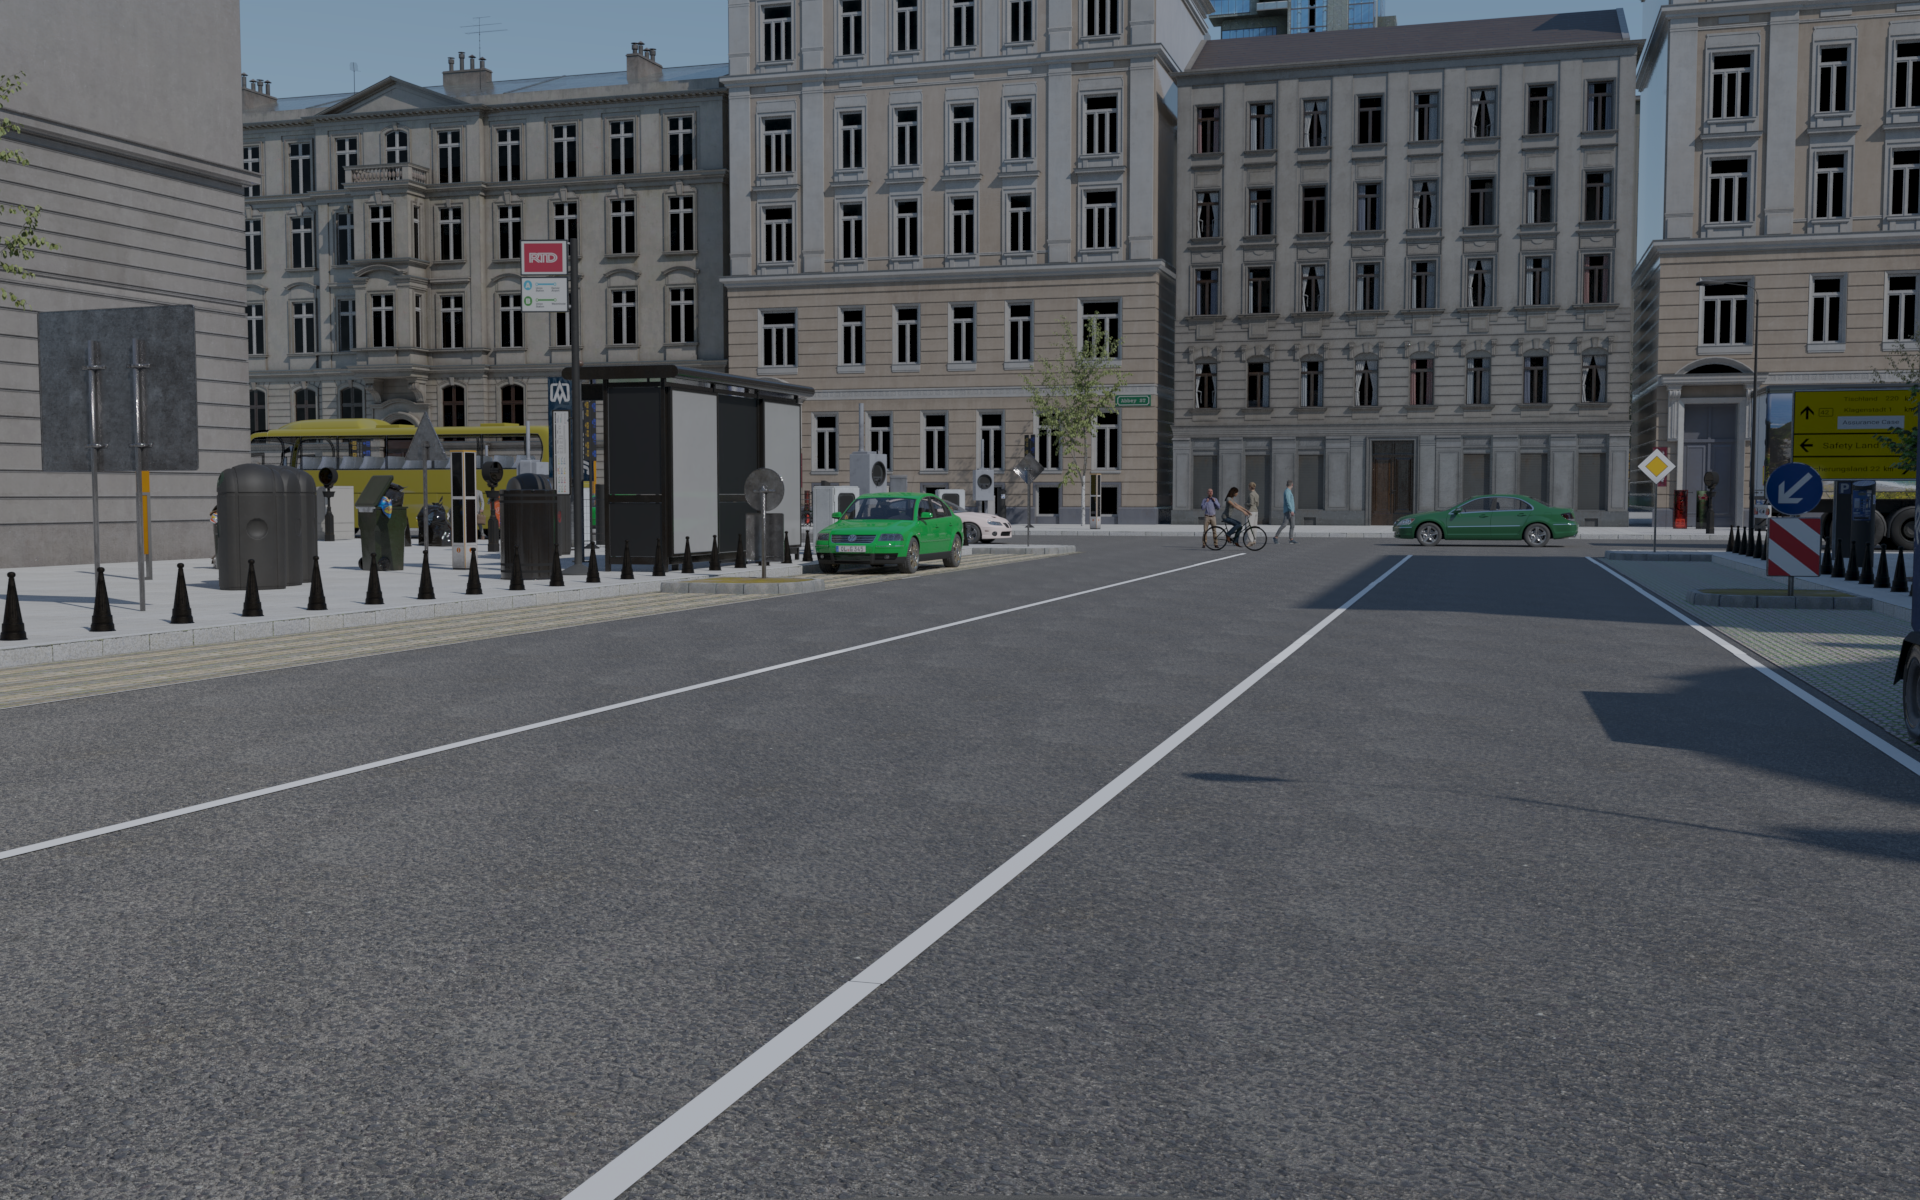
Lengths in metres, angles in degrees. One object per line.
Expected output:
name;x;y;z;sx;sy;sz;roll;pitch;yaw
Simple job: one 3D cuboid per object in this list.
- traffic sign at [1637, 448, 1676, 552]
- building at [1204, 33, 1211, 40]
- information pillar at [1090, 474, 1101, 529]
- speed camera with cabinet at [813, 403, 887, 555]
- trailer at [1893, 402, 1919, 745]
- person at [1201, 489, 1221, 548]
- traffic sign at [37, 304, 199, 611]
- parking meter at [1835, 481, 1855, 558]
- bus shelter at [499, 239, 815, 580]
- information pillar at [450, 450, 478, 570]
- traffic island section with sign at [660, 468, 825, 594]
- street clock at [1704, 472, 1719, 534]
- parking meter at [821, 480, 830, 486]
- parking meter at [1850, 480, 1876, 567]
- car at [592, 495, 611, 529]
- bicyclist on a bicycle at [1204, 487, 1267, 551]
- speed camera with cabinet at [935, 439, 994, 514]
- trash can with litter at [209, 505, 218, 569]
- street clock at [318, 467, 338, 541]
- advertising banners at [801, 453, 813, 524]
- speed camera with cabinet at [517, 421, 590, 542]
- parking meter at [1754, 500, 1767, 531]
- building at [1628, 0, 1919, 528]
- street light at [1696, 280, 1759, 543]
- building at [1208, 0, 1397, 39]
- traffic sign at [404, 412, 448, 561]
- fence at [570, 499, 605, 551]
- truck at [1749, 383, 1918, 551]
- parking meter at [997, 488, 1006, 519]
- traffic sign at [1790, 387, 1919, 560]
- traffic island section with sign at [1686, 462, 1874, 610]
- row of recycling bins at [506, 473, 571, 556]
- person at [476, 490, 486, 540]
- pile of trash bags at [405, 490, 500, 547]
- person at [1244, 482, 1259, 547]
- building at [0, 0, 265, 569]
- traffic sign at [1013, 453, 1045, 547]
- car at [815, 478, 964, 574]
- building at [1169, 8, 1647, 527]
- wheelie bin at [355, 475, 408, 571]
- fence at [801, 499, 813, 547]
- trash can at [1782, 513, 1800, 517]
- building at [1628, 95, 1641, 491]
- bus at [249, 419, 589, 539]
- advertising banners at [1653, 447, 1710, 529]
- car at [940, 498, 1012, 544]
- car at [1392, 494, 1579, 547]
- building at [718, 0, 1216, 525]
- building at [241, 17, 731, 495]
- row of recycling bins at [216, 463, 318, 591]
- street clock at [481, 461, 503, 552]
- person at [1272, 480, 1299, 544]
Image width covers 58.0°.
traffic sign;15.291;-2.106;38.071;0.795;2.450;0.064;1;4;17
building;14.072;-34.335;180.991;30.456;49.044;23.786;1;4;17
information pillar;4.919;-3.575;62.949;0.304;2.012;0.304;2;4;34
speed camera with cabinet;-2.342;-2.616;37.108;0.660;3.252;2.038;2;4;31
trailer;6.227;-0.182;10.017;1.471;1.999;3.904;1;4;16
person;6.660;-2.168;46.016;0.516;1.574;0.319;0;4;4
traffic sign;-9.255;-1.537;18.999;2.265;3.308;0.079;1;4;21
parking meter;17.839;-1.781;34.838;0.255;1.863;0.399;-3;5;-45
bus shelter;-5.125;-3.186;29.718;2.179;5.291;8.768;1;4;17
information pillar;-8.384;-1.516;29.280;0.304;2.012;0.304;2;4;28
traffic island section with sign;-3.092;-1.037;25.588;1.989;1.847;2.006;1;4;17
street clock;24.149;-3.127;55.704;0.358;2.002;0.471;-1;4;-15
parking meter;-5.769;-4.208;74.509;0.255;1.863;0.399;3;4;36
parking meter;15.855;-1.346;30.411;0.372;1.533;0.369;0;3;0
car;-12.524;-3.232;61.646;4.718;1.807;1.959;1;4;16
bicyclist on a bicycle;6.947;-2.058;43.667;1.625;1.676;1.499;1;4;18
speed camera with cabinet;0.166;-4.160;62.345;2.038;3.252;0.660;-1;4;-11
trash can with litter;-12.654;-1.122;29.730;0.624;1.170;1.055;-3;4;-36
street clock;-17.092;-2.590;46.909;0.471;2.002;0.358;1;4;18
advertising banners;-6.564;-4.791;74.523;0.090;3.025;2.074;1;4;21
speed camera with cabinet;-10.978;-3.210;46.818;2.038;3.252;0.660;2;4;23
parking meter;27.625;-3.140;59.746;0.372;1.533;0.369;0;3;0
building;37.791;-17.315;69.009;20.117;28.700;13.634;1;4;17
street light;16.658;-3.980;37.608;1.470;5.913;1.316;1;4;17
building;46.169;-56.463;235.835;31.000;86.520;22.319;1;4;17
traffic sign;-8.460;-1.676;27.412;0.884;2.594;0.081;2;4;26
fence;-7.818;-1.708;39.129;2.264;1.192;0.480;1;4;10
truck;26.431;-3.382;44.213;11.283;4.237;2.839;1;4;16
parking meter;1.715;-3.828;71.006;0.372;1.533;0.369;0;3;0
traffic sign;17.239;-2.417;33.384;2.265;3.308;0.079;1;4;17
traffic island section with sign;10.531;-0.842;22.394;1.989;1.847;2.006;1;4;17
row of recycling bins;-8.598;-1.721;35.251;1.069;1.692;3.534;0;4;-5
person;-14.880;-2.722;53.130;0.709;1.813;0.853;0;4;3
pile of trash bags;-12.831;-2.029;42.922;3.447;1.369;1.912;-1;4;-11
person;7.966;-2.350;47.467;0.362;1.759;0.519;2;4;34
building;-27.364;-11.689;32.914;24.055;21.916;13.314;1;4;17
traffic sign;1.670;-2.360;42.233;0.795;2.450;0.064;1;4;17
car;-1.264;-1.449;32.490;1.959;1.807;4.718;1;4;16
building;18.701;-13.718;73.433;18.267;20.994;9.793;1;4;17
wheelie bin;-9.701;-1.295;29.083;0.980;1.594;0.693;3;5;40
fence;-3.599;-1.746;39.752;2.264;1.192;0.480;-2;4;-31
trash can;30.361;-3.159;63.299;0.748;1.137;0.748;0;3;0
building;88.639;-39.029;227.357;27.495;52.752;28.713;1;4;17
bus;-18.049;-3.980;56.619;12.252;3.916;2.896;1;4;18
advertising banners;26.509;-4.123;63.593;2.074;3.025;0.090;2;4;27
car;-0.855;-2.337;50.568;4.827;1.381;2.083;1;4;18
car;14.447;-2.198;47.728;4.920;1.459;2.131;1;4;16
building;0.667;-17.996;80.142;20.117;28.700;13.634;1;4;17
building;-25.437;-16.488;88.655;34.723;24.649;14.460;1;4;17
row of recycling bins;-9.790;-1.075;24.690;1.069;1.692;3.534;-1;4;-12
street clock;-10.334;-2.064;38.324;0.358;2.002;0.471;2;4;24
person;9.374;-2.530;49.731;0.748;1.841;0.638;1;4;23
